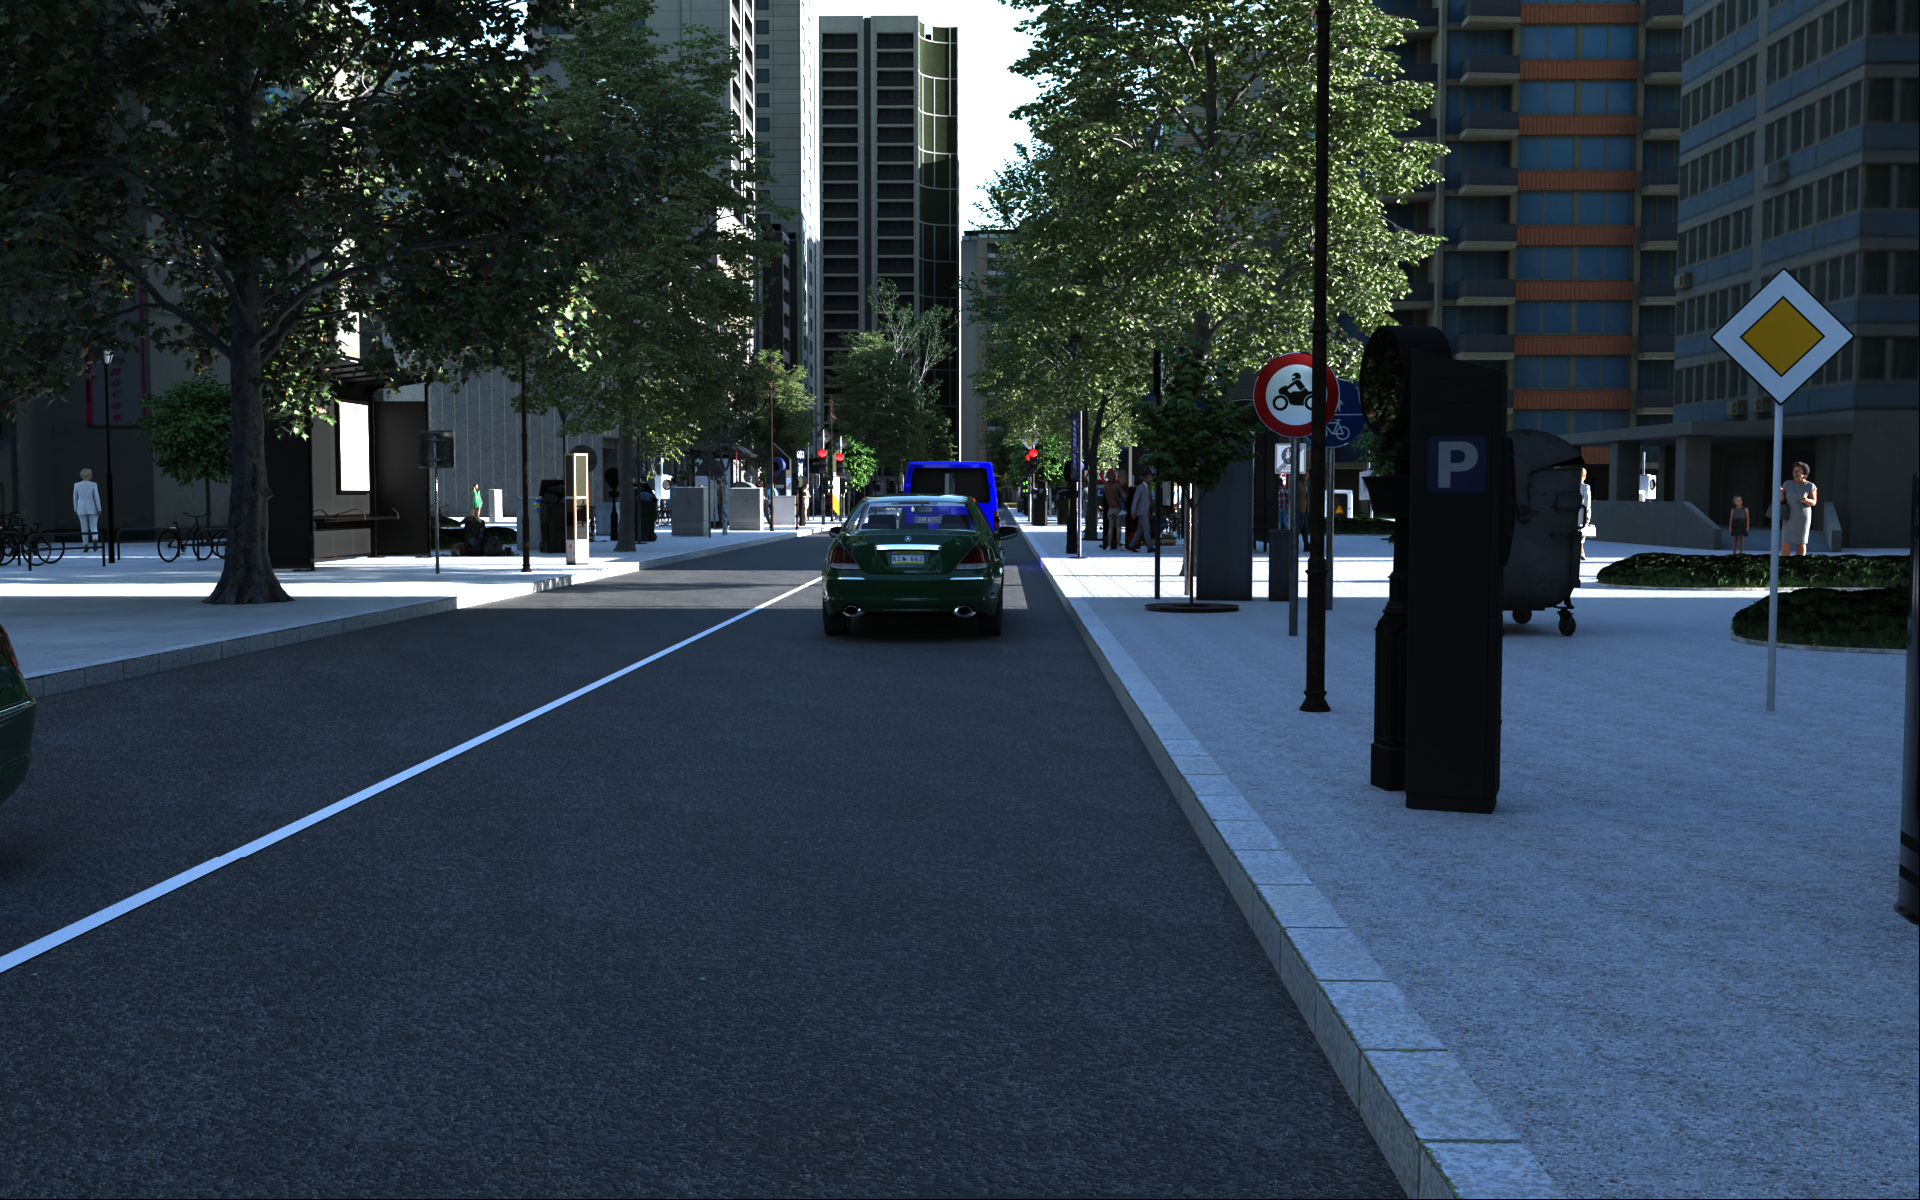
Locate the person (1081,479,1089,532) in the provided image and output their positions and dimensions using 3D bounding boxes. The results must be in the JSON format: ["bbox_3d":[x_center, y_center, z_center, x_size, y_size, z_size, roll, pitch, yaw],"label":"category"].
[{"bbox_3d":[4.282,-3.206,58.642,0.466,1.800,0.511,2,4,35],"label":"person"}]

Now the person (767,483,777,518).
[{"bbox_3d":[-9.255,-4.831,84.890,0.638,1.841,0.748,3,5,43],"label":"person"}]

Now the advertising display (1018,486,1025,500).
[{"bbox_3d":[4.979,-8.223,139.663,0.123,1.923,0.974,-2,4,-31],"label":"advertising display"}]

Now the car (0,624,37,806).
[{"bbox_3d":[-4.491,0.440,4.601,2.131,1.459,4.920,0,4,2],"label":"car"}]

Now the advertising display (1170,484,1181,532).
[{"bbox_3d":[7.325,-3.272,58.714,0.123,1.923,0.974,2,4,23],"label":"advertising display"}]

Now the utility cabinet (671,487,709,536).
[{"bbox_3d":[-8.170,-2.673,52.377,1.173,1.500,0.318,2,4,27],"label":"utility cabinet"}]

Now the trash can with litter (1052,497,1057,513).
[{"bbox_3d":[6.175,-5.999,109.466,0.624,1.170,1.055,2,4,34],"label":"trash can with litter"}]

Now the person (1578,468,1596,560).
[{"bbox_3d":[11.890,-1.647,33.326,0.624,1.780,0.694,-1,4,-14],"label":"person"}]

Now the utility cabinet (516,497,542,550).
[{"bbox_3d":[-9.613,-1.733,39.489,1.020,1.237,0.306,1,4,21],"label":"utility cabinet"}]

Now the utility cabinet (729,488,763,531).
[{"bbox_3d":[-7.401,-3.129,59.838,1.173,1.500,0.318,1,4,21],"label":"utility cabinet"}]

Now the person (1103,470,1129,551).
[{"bbox_3d":[3.550,-2.022,39.071,0.580,1.828,0.573,-1,4,-9],"label":"person"}]

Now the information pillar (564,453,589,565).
[{"bbox_3d":[-6.928,-1.640,31.313,0.304,2.012,0.304,3,5,43],"label":"information pillar"}]

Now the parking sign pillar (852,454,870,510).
[{"bbox_3d":[-6.576,-7.714,114.600,1.447,3.967,1.447,3,5,41],"label":"parking sign pillar"}]

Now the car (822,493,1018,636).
[{"bbox_3d":[-0.433,-0.438,18.954,2.131,1.459,4.920,0,4,2],"label":"car"}]

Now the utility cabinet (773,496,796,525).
[{"bbox_3d":[-7.293,-3.697,71.605,1.020,1.237,0.306,0,4,-3],"label":"utility cabinet"}]

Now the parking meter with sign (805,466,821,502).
[{"bbox_3d":[-9.147,-6.847,108.204,1.738,3.016,0.543,2,4,32],"label":"parking meter with sign"}]

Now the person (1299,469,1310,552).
[{"bbox_3d":[7.533,-1.985,38.412,0.836,1.842,0.656,0,4,2],"label":"person"}]

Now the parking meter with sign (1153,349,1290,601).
[{"bbox_3d":[3.223,-1.509,20.928,1.738,3.016,0.543,1,4,11],"label":"parking meter with sign"}]

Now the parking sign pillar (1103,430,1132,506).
[{"bbox_3d":[6.811,-5.069,71.343,1.447,3.967,1.447,1,4,11],"label":"parking sign pillar"}]

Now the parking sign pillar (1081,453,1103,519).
[{"bbox_3d":[7.222,-6.136,88.795,1.447,3.967,1.447,1,4,19],"label":"parking sign pillar"}]

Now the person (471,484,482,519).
[{"bbox_3d":[-24.380,-4.950,87.224,0.529,1.795,0.600,2,4,33],"label":"person"}]

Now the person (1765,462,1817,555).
[{"bbox_3d":[12.863,-1.252,26.869,0.716,1.782,0.532,3,5,39],"label":"person"}]

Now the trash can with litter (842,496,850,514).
[{"bbox_3d":[-7.331,-6.200,112.756,1.055,1.170,0.624,1,4,22],"label":"trash can with litter"}]

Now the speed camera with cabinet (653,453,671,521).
[{"bbox_3d":[-14.637,-5.380,82.296,2.038,3.252,0.660,-3,5,-45],"label":"speed camera with cabinet"}]

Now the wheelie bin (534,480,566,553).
[{"bbox_3d":[-8.781,-1.830,37.825,0.980,1.594,0.693,-2,4,-28],"label":"wheelie bin"}]

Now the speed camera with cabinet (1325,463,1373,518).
[{"bbox_3d":[15.382,-4.501,67.928,2.038,3.252,0.660,0,4,-2],"label":"speed camera with cabinet"}]

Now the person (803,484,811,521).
[{"bbox_3d":[-7.244,-4.601,81.604,0.374,1.781,0.599,2,4,25],"label":"person"}]

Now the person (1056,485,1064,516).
[{"bbox_3d":[5.687,-5.481,95.641,0.713,1.824,0.794,-2,4,-28],"label":"person"}]

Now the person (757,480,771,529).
[{"bbox_3d":[-7.090,-3.440,62.557,0.573,1.790,0.520,3,5,42],"label":"person"}]

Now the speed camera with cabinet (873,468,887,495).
[{"bbox_3d":[-6.296,-8.172,127.951,0.660,3.252,2.038,-3,5,-43],"label":"speed camera with cabinet"}]

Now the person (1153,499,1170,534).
[{"bbox_3d":[5.505,-2.245,48.246,0.738,1.151,1.012,3,4,39],"label":"person"}]

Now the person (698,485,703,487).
[{"bbox_3d":[-9.079,-3.227,60.616,0.330,1.601,0.589,3,5,44],"label":"person"}]

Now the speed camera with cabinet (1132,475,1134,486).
[{"bbox_3d":[8.182,-5.472,83.806,0.660,3.252,2.038,1,4,15],"label":"speed camera with cabinet"}]

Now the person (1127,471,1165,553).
[{"bbox_3d":[4.027,-1.932,37.913,0.850,1.792,0.678,2,4,31],"label":"person"}]

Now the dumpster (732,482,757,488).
[{"bbox_3d":[-10.254,-4.649,81.763,1.264,1.857,1.865,0,4,1],"label":"dumpster"}]

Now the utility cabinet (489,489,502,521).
[{"bbox_3d":[-21.584,-4.394,80.525,0.318,1.500,1.173,0,4,1],"label":"utility cabinet"}]

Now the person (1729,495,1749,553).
[{"bbox_3d":[15.912,-1.508,35.368,0.362,1.253,0.373,3,4,36],"label":"person"}]

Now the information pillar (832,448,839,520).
[{"bbox_3d":[-6.183,-5.811,86.357,0.183,3.616,0.504,3,5,41],"label":"information pillar"}]

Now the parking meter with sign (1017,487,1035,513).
[{"bbox_3d":[4.849,-7.564,119.938,1.738,3.016,0.543,0,4,5],"label":"parking meter with sign"}]

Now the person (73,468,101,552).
[{"bbox_3d":[-19.067,-1.954,37.863,0.514,1.842,0.818,-2,4,-33],"label":"person"}]

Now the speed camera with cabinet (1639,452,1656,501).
[{"bbox_3d":[31.723,-5.289,80.809,2.038,3.252,0.660,-3,5,-42],"label":"speed camera with cabinet"}]

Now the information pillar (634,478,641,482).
[{"bbox_3d":[-13.613,-4.214,73.396,0.304,2.012,0.304,3,4,38],"label":"information pillar"}]

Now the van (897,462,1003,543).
[{"bbox_3d":[-0.207,-1.866,34.896,2.240,2.365,5.245,0,4,0],"label":"van"}]

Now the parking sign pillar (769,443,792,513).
[{"bbox_3d":[-9.388,-6.234,90.396,1.447,3.967,1.447,3,5,41],"label":"parking sign pillar"}]

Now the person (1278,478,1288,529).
[{"bbox_3d":[8.698,-2.447,46.897,0.563,1.720,0.643,-2,4,-24],"label":"person"}]

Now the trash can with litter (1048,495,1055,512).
[{"bbox_3d":[6.560,-6.506,117.423,1.678,1.210,2.233,3,4,38],"label":"trash can with litter"}]

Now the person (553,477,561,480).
[{"bbox_3d":[-11.183,-2.547,48.166,0.782,1.767,0.515,1,4,13],"label":"person"}]

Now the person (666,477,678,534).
[{"bbox_3d":[-9.113,-3.033,55.648,0.620,1.820,0.660,1,4,19],"label":"person"}]

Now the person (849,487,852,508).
[{"bbox_3d":[-7.812,-7.289,125.076,0.748,1.841,0.638,-1,4,-12],"label":"person"}]

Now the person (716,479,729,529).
[{"bbox_3d":[-8.876,-3.574,64.396,0.656,1.842,0.836,3,5,40],"label":"person"}]

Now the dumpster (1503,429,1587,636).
[{"bbox_3d":[5.045,-0.647,16.344,1.264,1.857,1.865,0,4,1],"label":"dumpster"}]

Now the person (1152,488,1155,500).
[{"bbox_3d":[14.983,-7.799,133.911,0.694,1.780,0.624,-1,4,-13],"label":"person"}]

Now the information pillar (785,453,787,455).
[{"bbox_3d":[-10.083,-6.617,99.545,0.183,3.616,0.504,-2,4,-29],"label":"information pillar"}]

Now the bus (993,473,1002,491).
[{"bbox_3d":[3.445,-12.833,201.369,2.896,3.916,12.252,0,4,0],"label":"bus"}]
